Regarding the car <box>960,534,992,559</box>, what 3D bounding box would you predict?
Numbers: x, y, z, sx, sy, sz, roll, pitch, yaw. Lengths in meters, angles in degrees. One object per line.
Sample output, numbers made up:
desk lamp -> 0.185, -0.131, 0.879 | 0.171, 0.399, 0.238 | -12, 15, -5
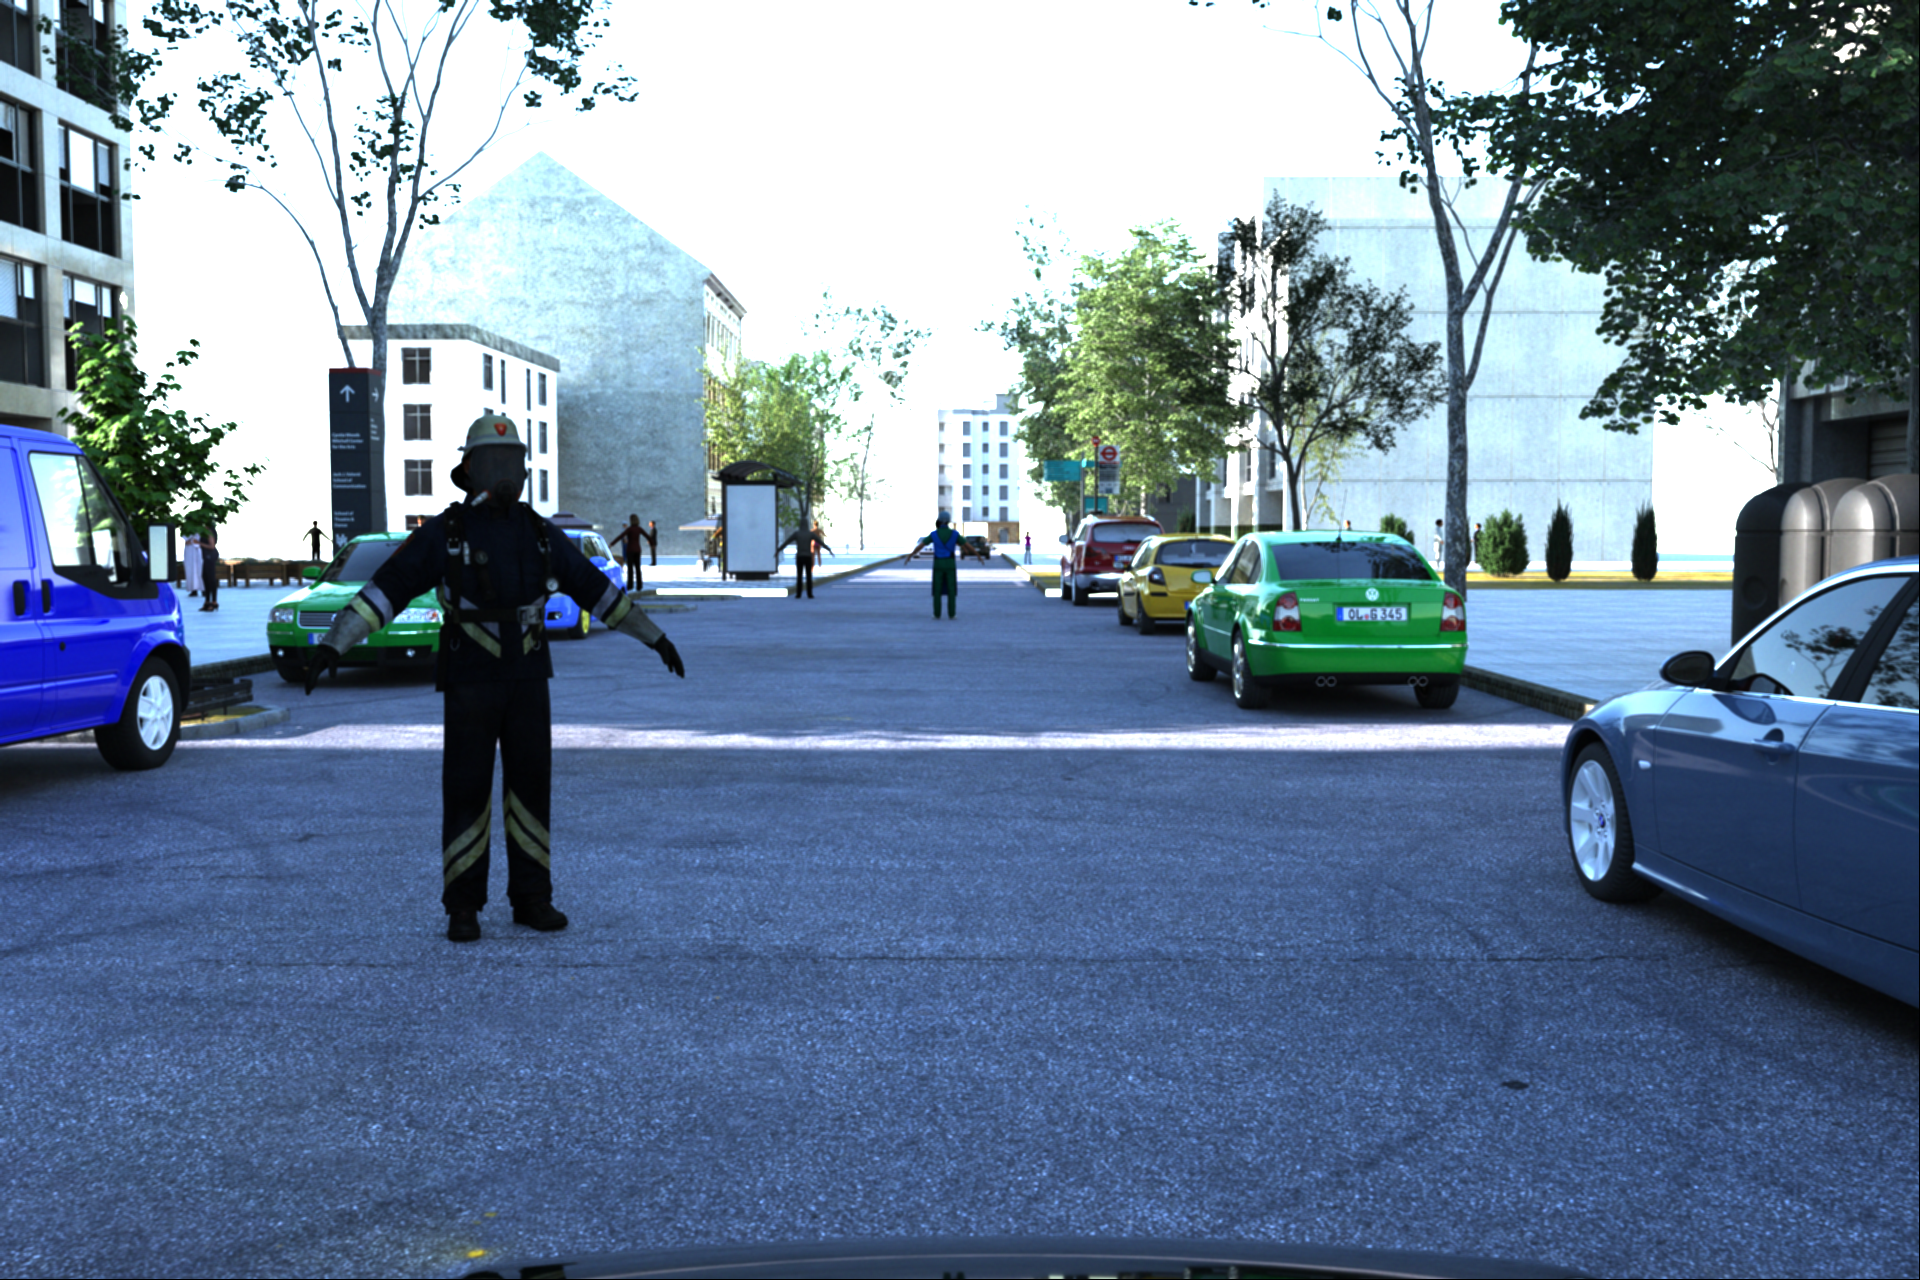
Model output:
car -> 0.856, -5.488, 99.511 | 2.009, 1.686, 4.222 | 0, 3, 0

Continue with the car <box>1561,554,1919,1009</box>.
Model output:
car -> 3.349, 0.410, 5.302 | 2.014, 1.417, 4.499 | 0, 4, 0

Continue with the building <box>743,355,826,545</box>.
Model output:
building -> -26.619, -23.294, 211.781 | 19.493, 23.208, 18.063 | 0, 4, 1

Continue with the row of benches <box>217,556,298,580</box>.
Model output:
row of benches -> -20.474, -2.068, 49.269 | 4.104, 0.672, 1.422 | 2, 4, 30

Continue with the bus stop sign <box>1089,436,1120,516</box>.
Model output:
bus stop sign -> 3.942, -3.591, 47.411 | 0.855, 3.939, 0.416 | 0, 4, -1

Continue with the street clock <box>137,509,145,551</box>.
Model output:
street clock -> -9.558, -0.958, 20.241 | 0.358, 2.002, 0.471 | 0, 4, 0

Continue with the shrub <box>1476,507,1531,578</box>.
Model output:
shrub -> 15.977, -2.867, 50.917 | 1.661, 2.075, 1.752 | 0, 3, 0

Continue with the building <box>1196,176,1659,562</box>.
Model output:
building -> 23.315, -13.933, 94.258 | 16.747, 18.905, 31.486 | 0, 4, 0

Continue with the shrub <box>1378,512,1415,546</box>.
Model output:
shrub -> 14.404, -3.266, 57.826 | 1.690, 2.028, 1.600 | 0, 3, 0

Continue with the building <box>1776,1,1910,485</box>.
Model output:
building -> 25.965, -13.140, 32.100 | 12.078, 24.872, 19.932 | 0, 4, 1

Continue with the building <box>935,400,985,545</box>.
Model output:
building -> -3.006, -23.028, 235.382 | 11.380, 20.090, 16.016 | 0, 4, -2

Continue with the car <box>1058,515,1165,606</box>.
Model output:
car -> 3.243, -1.683, 36.183 | 2.281, 1.827, 5.304 | 0, 4, -1

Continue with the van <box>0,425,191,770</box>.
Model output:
van -> -5.841, -0.271, 8.809 | 2.240, 2.365, 5.245 | 0, 4, 1

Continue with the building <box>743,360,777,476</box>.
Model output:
building -> -26.316, -20.367, 189.414 | 16.016, 20.090, 11.380 | 0, 4, 0

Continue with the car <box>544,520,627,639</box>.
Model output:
car -> -5.912, -0.926, 24.724 | 1.945, 1.707, 3.694 | 0, 4, 1

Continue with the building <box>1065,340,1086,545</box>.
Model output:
building -> 25.926, -21.707, 198.890 | 27.936, 21.610, 32.646 | 0, 4, 1

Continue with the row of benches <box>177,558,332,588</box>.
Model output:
row of benches -> -17.266, -1.676, 42.867 | 1.422, 0.672, 4.104 | 3, 4, 37

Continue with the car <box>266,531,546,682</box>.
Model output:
car -> -5.670, -0.573, 18.164 | 1.959, 1.807, 4.718 | 0, 4, 1

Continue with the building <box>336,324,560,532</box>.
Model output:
building -> -23.773, -8.642, 83.439 | 9.099, 9.664, 28.070 | 0, 4, 1

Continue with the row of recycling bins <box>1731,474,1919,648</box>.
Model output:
row of recycling bins -> 6.571, -0.322, 12.376 | 1.069, 1.692, 3.534 | 0, 4, 0

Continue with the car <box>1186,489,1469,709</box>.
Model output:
car -> 3.146, -0.415, 15.580 | 1.959, 1.807, 4.718 | 0, 4, -1

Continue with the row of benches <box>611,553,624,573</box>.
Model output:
row of benches -> -12.860, -2.506, 56.430 | 4.104, 0.672, 1.422 | -2, 4, -31

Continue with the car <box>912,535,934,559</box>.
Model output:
car -> -1.805, -5.538, 102.910 | 2.083, 1.381, 4.827 | 0, 4, 1

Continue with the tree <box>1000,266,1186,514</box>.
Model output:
tree -> 6.698, -10.833, 83.771 | 9.857, 13.997, 8.962 | 0, 3, 0

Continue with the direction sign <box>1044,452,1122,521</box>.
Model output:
direction sign -> 3.979, -4.089, 55.622 | 2.525, 3.948, 1.411 | 0, 3, 0

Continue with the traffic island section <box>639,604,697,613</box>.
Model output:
traffic island section -> -5.984, -0.580, 32.346 | 1.991, 0.108, 1.994 | 0, 4, 1

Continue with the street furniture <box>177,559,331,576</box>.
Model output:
street furniture -> -21.802, -2.375, 54.459 | 10.072, 0.657, 5.734 | -1, 4, -8

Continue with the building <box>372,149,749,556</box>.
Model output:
building -> -23.959, -16.977, 108.499 | 19.493, 23.208, 18.063 | 0, 4, 0

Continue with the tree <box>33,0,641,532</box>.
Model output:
tree -> -12.577, -11.081, 37.059 | 12.611, 20.169, 13.585 | 0, 3, 0

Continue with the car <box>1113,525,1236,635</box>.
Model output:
car -> 3.366, -0.969, 26.072 | 2.015, 1.641, 3.980 | 0, 4, -1

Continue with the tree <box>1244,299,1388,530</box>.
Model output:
tree -> 10.501, -6.311, 53.543 | 4.360, 8.622, 3.978 | 0, 3, 0

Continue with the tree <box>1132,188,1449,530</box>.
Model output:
tree -> 9.027, -6.836, 46.183 | 8.767, 10.594, 7.601 | 0, 4, -4

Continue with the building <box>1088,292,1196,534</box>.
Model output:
building -> 25.613, -19.486, 162.569 | 27.936, 21.610, 32.646 | 0, 4, 1

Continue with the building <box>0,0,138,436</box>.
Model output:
building -> -31.884, -13.823, 29.202 | 19.351, 26.588, 34.151 | 0, 4, 1

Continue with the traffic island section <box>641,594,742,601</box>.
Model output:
traffic island section -> -5.856, -0.933, 38.125 | 1.991, 0.108, 1.994 | 0, 3, 0

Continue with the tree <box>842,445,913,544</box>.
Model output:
tree -> -11.584, -19.586, 230.602 | 12.009, 13.543, 11.850 | 0, 3, 0

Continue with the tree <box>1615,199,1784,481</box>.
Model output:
tree -> 25.368, -8.715, 52.867 | 12.009, 13.543, 11.850 | 0, 3, 0

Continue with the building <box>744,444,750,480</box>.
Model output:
building -> -24.078, -13.619, 164.820 | 9.099, 9.664, 28.070 | 0, 3, 0
